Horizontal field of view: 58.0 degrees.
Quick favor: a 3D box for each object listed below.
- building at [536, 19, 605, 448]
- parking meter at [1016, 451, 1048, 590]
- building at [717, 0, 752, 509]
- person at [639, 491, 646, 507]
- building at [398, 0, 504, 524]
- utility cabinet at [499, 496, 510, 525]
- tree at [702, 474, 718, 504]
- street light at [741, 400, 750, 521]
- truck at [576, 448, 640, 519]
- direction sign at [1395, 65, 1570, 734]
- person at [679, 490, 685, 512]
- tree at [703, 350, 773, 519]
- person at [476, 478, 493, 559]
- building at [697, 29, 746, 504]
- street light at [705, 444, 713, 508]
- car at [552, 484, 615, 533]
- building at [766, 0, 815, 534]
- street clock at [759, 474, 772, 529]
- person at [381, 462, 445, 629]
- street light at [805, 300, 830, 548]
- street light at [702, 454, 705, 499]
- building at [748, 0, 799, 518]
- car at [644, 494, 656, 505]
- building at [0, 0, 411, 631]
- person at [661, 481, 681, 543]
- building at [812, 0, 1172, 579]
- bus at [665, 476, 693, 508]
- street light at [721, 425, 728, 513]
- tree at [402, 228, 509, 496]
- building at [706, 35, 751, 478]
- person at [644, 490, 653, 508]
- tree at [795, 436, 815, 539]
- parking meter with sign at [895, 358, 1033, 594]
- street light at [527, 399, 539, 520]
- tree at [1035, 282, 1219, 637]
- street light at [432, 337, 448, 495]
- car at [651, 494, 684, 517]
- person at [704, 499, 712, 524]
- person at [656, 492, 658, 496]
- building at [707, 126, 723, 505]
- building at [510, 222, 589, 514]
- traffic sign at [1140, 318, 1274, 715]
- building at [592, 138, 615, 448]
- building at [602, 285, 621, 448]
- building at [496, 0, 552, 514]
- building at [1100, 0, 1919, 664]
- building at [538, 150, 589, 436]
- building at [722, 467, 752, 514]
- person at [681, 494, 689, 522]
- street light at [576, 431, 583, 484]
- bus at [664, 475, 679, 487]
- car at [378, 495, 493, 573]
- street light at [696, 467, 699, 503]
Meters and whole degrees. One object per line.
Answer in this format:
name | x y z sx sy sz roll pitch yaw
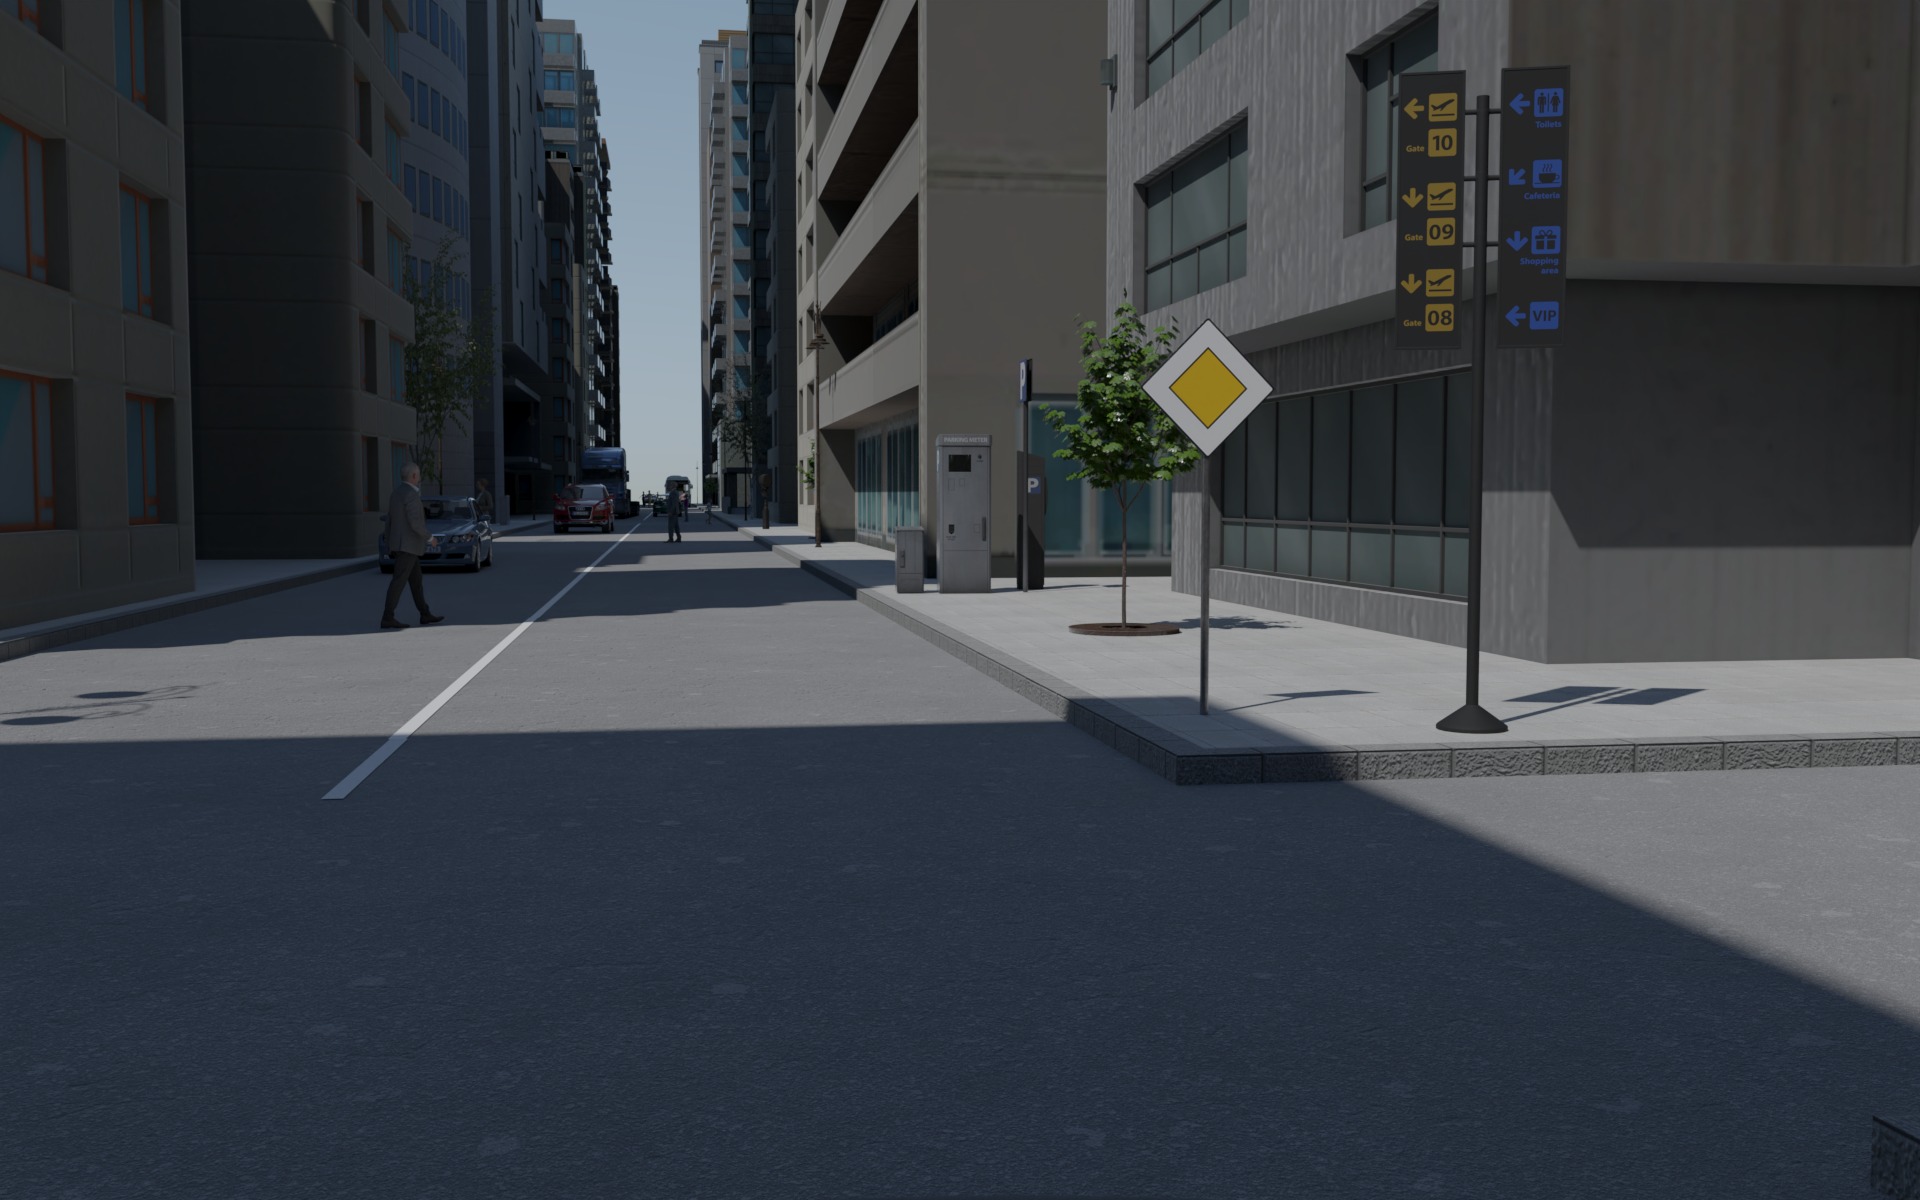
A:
building | -48.215 -34.119 177.456 23.786 49.044 30.456 -1 4 -9
parking meter | 0.969 -1.079 23.347 0.399 1.863 0.255 0 4 -5
building | -8.712 -50.801 143.263 22.319 86.520 31.000 -1 4 -9
person | -35.009 -11.129 191.147 1.217 1.739 0.721 3 5 41
building | -28.662 -31.748 61.077 21.231 58.520 28.212 -1 4 -9
utility cabinet | -18.811 -3.692 71.527 0.306 1.237 1.020 0 4 -8
tree | -23.852 -10.512 166.475 1.663 3.219 1.824 0 3 0
street light | -10.348 -6.773 83.526 0.468 5.910 1.993 -1 4 -9
truck | -21.278 -7.106 105.947 2.967 4.110 18.799 0 4 -8
direction sign | 2.789 -1.060 9.333 0.876 3.537 0.379 1 4 12
person | -21.587 -7.677 134.731 0.721 1.736 1.217 -3 5 -45
tree | -10.698 -8.401 87.721 4.360 8.622 3.978 0 3 0
person | -10.038 -1.667 36.299 0.362 1.759 0.519 -3 5 -44
building | -23.677 -41.991 228.554 21.231 58.520 28.212 -1 4 -9
street light | -22.872 -11.391 159.030 0.468 5.910 1.993 -1 4 -9
car | -14.036 -3.431 64.776 2.281 1.827 5.304 -1 4 -9
building | 6.729 -13.822 71.022 27.650 21.520 28.899 -1 4 -9
street clock | -7.084 -3.584 63.175 0.358 2.002 0.471 3 4 38
person | -5.894 -0.600 18.705 0.661 1.777 0.834 3 5 42
street light | -3.402 -4.199 41.447 0.468 5.910 1.993 -1 4 -9
street light | -29.486 -13.855 199.320 0.468 5.910 1.993 -1 4 -9
building | -4.928 -19.970 98.217 14.160 30.474 14.107 -1 4 -9
car | -39.366 -12.749 220.251 2.131 1.459 4.920 -1 4 -8
building | -24.727 -11.060 25.873 27.650 21.520 28.899 -1 4 -9
person | -8.524 -2.593 51.069 0.590 1.801 0.661 0 4 -2
building | 8.297 -25.267 36.817 21.300 48.544 21.600 -1 4 -9
bus | -30.228 -11.698 186.119 2.948 3.499 13.247 -1 4 -8
street light | -15.807 -8.790 116.506 0.468 5.910 1.993 -1 4 -9
tree | -14.576 -5.922 47.191 4.737 8.622 4.395 0 3 0
building | -15.333 -34.650 186.137 23.786 49.044 30.456 -1 4 -9
person | -31.398 -10.178 174.909 1.348 1.824 0.705 3 5 39
tree | -3.973 -3.370 49.699 1.663 3.219 1.824 0 3 0
parking meter with sign | 0.034 -1.599 22.407 1.738 3.016 0.543 0 4 -7
street light | -20.884 -6.847 84.743 0.468 5.910 1.993 -1 4 -9
tree | 1.413 -1.304 15.921 1.663 3.219 1.824 0 3 0
street light | -15.245 -4.770 50.776 0.468 5.910 1.993 -1 4 -9
car | -18.580 -6.009 110.049 2.131 1.459 4.920 -1 4 -9
person | -12.046 -4.245 82.916 0.382 1.210 0.505 0 4 -3
person | -40.627 -13.665 232.440 1.217 1.766 0.721 -3 5 -43
building | -23.062 -34.097 207.602 14.600 45.320 14.200 -1 4 -9
building | -41.110 -16.975 122.580 27.650 21.520 28.899 -1 4 -9
traffic sign | 1.415 -0.389 10.000 0.795 2.450 0.064 -1 4 -9
building | -52.888 -33.774 206.824 22.147 44.769 28.867 -1 4 -9
building | -52.296 -27.975 229.096 14.160 30.474 14.107 -1 4 -9
building | -36.939 -30.829 93.286 28.713 52.752 27.495 -1 4 -9
building | 9.788 -14.954 16.206 14.107 30.474 14.160 -1 4 -9
building | -38.556 -22.800 144.482 14.160 30.474 14.107 -1 4 -9
building | 0.011 -26.073 118.180 32.217 40.220 23.993 -1 4 -9
person | -14.214 -4.761 89.571 0.599 1.433 0.991 -2 4 -29
street light | -27.821 -9.421 126.824 0.468 5.910 1.993 -1 4 -9
bus | -37.369 -14.440 227.643 2.896 3.916 12.252 -1 4 -10
car | -9.924 -1.283 32.987 2.014 1.417 4.499 -1 4 -11
street light | -36.615 -16.427 241.369 0.468 5.910 1.993 -1 4 -9
